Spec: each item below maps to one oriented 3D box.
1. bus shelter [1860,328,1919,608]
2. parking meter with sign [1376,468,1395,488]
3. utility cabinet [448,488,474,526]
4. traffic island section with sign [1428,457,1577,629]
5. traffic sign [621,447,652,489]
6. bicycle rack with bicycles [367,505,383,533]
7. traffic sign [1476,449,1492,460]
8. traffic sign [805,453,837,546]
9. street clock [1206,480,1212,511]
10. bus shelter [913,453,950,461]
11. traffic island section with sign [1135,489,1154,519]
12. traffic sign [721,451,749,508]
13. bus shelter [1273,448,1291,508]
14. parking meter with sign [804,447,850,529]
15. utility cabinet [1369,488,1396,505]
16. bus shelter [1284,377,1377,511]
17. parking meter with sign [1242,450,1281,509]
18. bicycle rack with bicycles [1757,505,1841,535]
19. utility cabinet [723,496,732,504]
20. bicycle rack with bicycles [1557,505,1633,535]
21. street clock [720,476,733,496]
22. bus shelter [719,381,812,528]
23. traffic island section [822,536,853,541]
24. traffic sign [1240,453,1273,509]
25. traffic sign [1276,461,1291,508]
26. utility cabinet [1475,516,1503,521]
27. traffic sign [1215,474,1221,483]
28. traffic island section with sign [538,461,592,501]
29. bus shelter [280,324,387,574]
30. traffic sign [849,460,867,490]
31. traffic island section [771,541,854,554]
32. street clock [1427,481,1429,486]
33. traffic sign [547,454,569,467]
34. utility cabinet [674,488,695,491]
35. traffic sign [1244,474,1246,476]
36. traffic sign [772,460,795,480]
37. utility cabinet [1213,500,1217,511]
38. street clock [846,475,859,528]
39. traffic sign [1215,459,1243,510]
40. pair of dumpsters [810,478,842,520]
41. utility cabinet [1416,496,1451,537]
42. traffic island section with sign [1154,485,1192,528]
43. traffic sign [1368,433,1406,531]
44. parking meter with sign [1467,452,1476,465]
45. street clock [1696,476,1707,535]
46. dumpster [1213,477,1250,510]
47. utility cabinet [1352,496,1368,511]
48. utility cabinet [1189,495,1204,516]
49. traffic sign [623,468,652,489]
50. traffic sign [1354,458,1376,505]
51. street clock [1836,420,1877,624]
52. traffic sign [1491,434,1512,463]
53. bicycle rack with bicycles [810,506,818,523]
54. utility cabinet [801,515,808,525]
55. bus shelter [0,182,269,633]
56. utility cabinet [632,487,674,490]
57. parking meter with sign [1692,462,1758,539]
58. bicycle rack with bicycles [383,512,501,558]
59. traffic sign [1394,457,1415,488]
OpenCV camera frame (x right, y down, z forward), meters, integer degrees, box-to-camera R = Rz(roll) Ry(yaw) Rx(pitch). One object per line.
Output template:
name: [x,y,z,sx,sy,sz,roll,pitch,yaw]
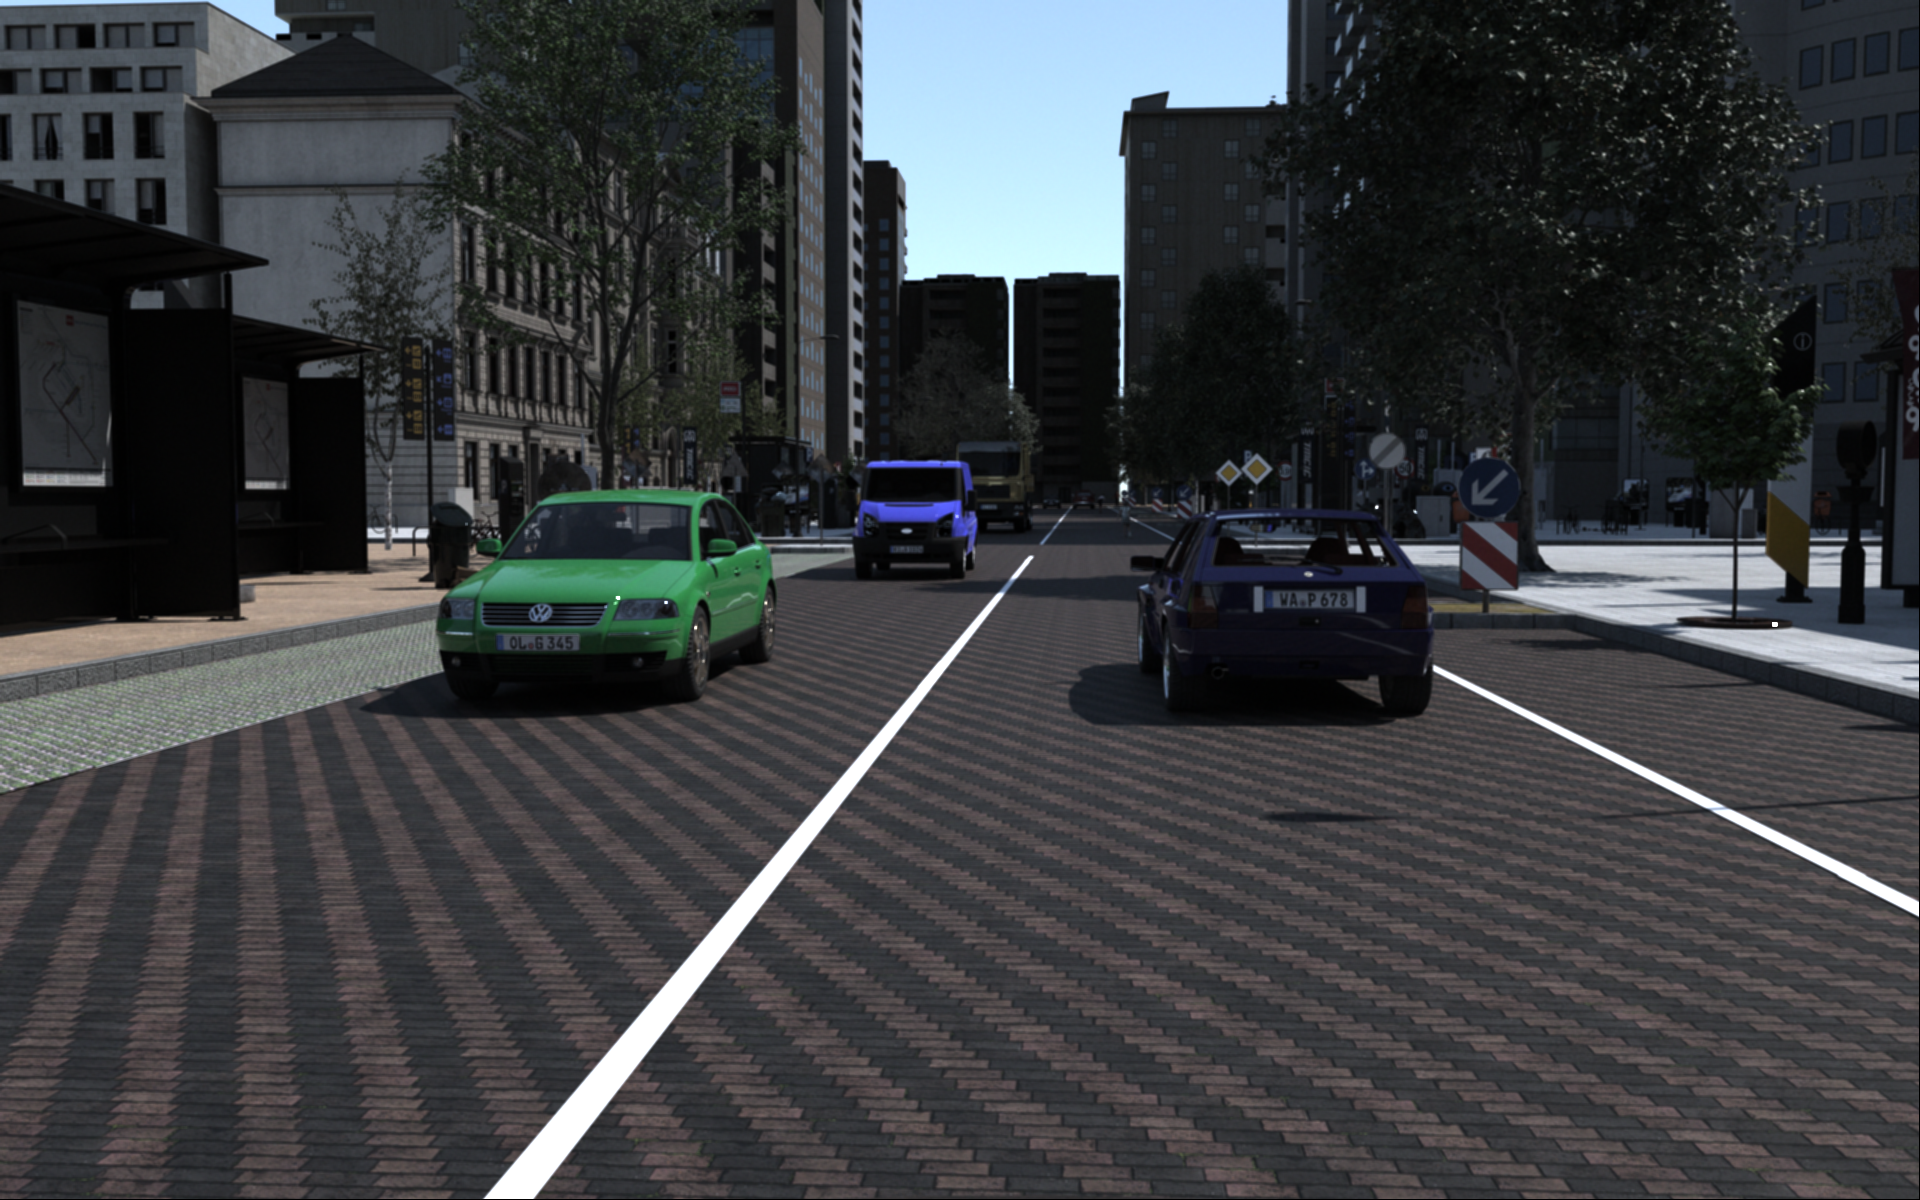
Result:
bus shelter: [11.049,-1.408,16.940,2.014,3.302,5.546,0,4,4]
parking meter with sign: [26.889,-6.979,110.366,1.738,3.016,0.543,-1,4,-8]
utility cabinet: [-17.517,-3.185,60.761,0.318,1.500,1.173,1,4,15]
traffic island section with sign: [5.622,-0.657,19.367,1.989,1.847,2.006,0,4,4]
traffic sign: [-7.993,-2.547,42.823,0.795,2.450,0.064,1,4,9]
bicycle rack with bicycles: [-19.903,-2.636,56.481,2.852,0.926,2.925,2,4,30]
traffic sign: [11.646,-2.202,38.133,0.606,2.300,0.079,1,4,13]
traffic sign: [-3.425,-2.395,42.793,0.795,2.450,0.064,0,4,4]
street clock: [13.185,-5.336,91.816,0.358,2.002,0.471,1,4,9]
bus shelter: [-1.721,-6.848,103.252,1.731,3.624,6.357,0,4,4]
traffic island section with sign: [11.413,-5.680,101.494,1.989,1.847,2.006,0,4,4]
traffic sign: [-6.796,-3.195,52.238,0.884,2.594,0.081,1,4,11]
bus shelter: [14.276,-4.755,71.670,2.014,3.302,5.546,0,4,4]
parking meter with sign: [-4.916,-4.174,64.512,1.738,3.016,0.543,2,4,25]
utility cabinet: [14.310,-3.061,58.723,0.318,1.500,1.173,-1,4,-19]
bus shelter: [11.989,-4.867,57.207,2.179,5.291,8.768,0,4,4]
parking meter with sign: [11.838,-4.374,67.783,0.543,3.016,1.738,-3,4,-37]
bicycle rack with bicycles: [26.187,-2.524,54.643,2.925,0.926,2.852,-2,4,-29]
utility cabinet: [-8.195,-2.941,59.245,0.306,1.237,1.020,2,4,27]
bicycle rack with bicycles: [20.377,-2.580,55.565,2.852,0.926,2.925,2,4,27]
street clock: [-9.235,-3.909,68.476,0.471,2.002,0.358,-1,4,-20]
bus shelter: [-7.249,-5.287,64.081,2.179,5.291,8.768,0,4,4]
traffic island section: [-2.888,-1.746,50.821,2.009,0.180,2.903,0,4,4]
traffic sign: [7.191,-2.348,42.027,0.795,2.450,0.064,0,4,4]
traffic sign: [12.438,-4.047,66.270,0.768,2.556,0.104,1,4,9]
utility cabinet: [15.349,-2.498,49.518,1.173,1.500,0.318,3,4,37]
traffic sign: [14.034,-5.674,92.881,0.768,2.556,0.104,1,4,9]
traffic island section with sign: [-4.716,-0.706,20.170,1.989,1.847,2.006,0,4,4]
bus shelter: [-10.214,-2.046,24.736,1.731,3.624,6.357,0,4,4]
traffic sign: [-2.864,-2.882,50.758,0.795,2.450,0.064,0,4,4]
traffic island section: [-3.449,-1.258,42.856,2.009,0.180,2.903,0,4,4]
street clock: [24.243,-5.235,90.170,0.358,2.002,0.471,1,4,22]
traffic sign: [-10.234,-2.570,44.153,0.606,2.300,0.079,1,4,12]
utility cabinet: [-10.256,-3.333,63.178,1.173,1.500,0.318,2,4,25]
traffic sign: [17.195,-6.340,103.759,0.768,2.556,0.104,1,4,10]
traffic sign: [-5.943,-3.495,58.321,0.795,2.450,0.064,0,4,5]
utility cabinet: [14.958,-5.360,98.794,1.020,1.237,0.306,-1,4,-9]
street clock: [-4.127,-3.783,66.428,0.471,2.002,0.358,1,4,12]
traffic sign: [7.752,-2.835,49.992,0.795,2.450,0.064,0,4,4]
pair of dumpsters: [-6.827,-5.064,85.295,1.574,2.255,4.437,0,4,4]
utility cabinet: [14.183,-2.492,51.912,1.020,1.237,0.306,-1,4,-18]
traffic island section with sign: [9.509,-4.035,74.606,1.989,1.847,2.006,0,4,4]
traffic sign: [8.847,-2.193,35.969,0.768,2.556,0.104,0,4,6]
parking meter with sign: [21.185,-4.671,72.624,0.543,3.016,1.738,0,4,-8]
street clock: [23.503,-3.068,54.733,0.471,2.002,0.358,2,4,27]
dumpster: [11.443,-4.296,72.739,1.502,2.255,1.985,0,4,4]
utility cabinet: [15.124,-3.340,65.776,0.306,1.237,1.020,-1,4,-14]
utility cabinet: [13.867,-5.517,101.366,0.306,1.237,1.020,-2,4,-35]
traffic sign: [-9.462,-3.110,50.845,0.884,2.594,0.081,1,4,9]
traffic sign: [14.423,-3.767,61.691,0.768,2.556,0.104,1,4,8]
street clock: [8.842,-0.768,17.120,0.471,2.002,0.358,-3,5,-44]
traffic sign: [11.443,-2.201,36.084,0.768,2.556,0.104,1,4,11]
bicycle rack with bicycles: [-6.371,-3.814,75.736,2.925,0.926,2.852,0,4,-6]
utility cabinet: [-6.726,-3.785,70.565,1.173,1.500,0.318,-3,5,-43]
bus shelter: [-8.002,-1.418,14.468,1.731,3.624,6.357,0,4,4]
utility cabinet: [-9.226,-2.639,51.824,1.173,1.500,0.318,-3,5,-44]
parking meter with sign: [22.020,-3.278,49.849,1.738,3.016,0.543,3,4,36]
bicycle rack with bicycles: [-9.786,-1.357,35.566,2.925,0.926,2.852,-3,5,-41]
traffic sign: [15.228,-3.620,59.294,0.768,2.556,0.104,1,4,10]
